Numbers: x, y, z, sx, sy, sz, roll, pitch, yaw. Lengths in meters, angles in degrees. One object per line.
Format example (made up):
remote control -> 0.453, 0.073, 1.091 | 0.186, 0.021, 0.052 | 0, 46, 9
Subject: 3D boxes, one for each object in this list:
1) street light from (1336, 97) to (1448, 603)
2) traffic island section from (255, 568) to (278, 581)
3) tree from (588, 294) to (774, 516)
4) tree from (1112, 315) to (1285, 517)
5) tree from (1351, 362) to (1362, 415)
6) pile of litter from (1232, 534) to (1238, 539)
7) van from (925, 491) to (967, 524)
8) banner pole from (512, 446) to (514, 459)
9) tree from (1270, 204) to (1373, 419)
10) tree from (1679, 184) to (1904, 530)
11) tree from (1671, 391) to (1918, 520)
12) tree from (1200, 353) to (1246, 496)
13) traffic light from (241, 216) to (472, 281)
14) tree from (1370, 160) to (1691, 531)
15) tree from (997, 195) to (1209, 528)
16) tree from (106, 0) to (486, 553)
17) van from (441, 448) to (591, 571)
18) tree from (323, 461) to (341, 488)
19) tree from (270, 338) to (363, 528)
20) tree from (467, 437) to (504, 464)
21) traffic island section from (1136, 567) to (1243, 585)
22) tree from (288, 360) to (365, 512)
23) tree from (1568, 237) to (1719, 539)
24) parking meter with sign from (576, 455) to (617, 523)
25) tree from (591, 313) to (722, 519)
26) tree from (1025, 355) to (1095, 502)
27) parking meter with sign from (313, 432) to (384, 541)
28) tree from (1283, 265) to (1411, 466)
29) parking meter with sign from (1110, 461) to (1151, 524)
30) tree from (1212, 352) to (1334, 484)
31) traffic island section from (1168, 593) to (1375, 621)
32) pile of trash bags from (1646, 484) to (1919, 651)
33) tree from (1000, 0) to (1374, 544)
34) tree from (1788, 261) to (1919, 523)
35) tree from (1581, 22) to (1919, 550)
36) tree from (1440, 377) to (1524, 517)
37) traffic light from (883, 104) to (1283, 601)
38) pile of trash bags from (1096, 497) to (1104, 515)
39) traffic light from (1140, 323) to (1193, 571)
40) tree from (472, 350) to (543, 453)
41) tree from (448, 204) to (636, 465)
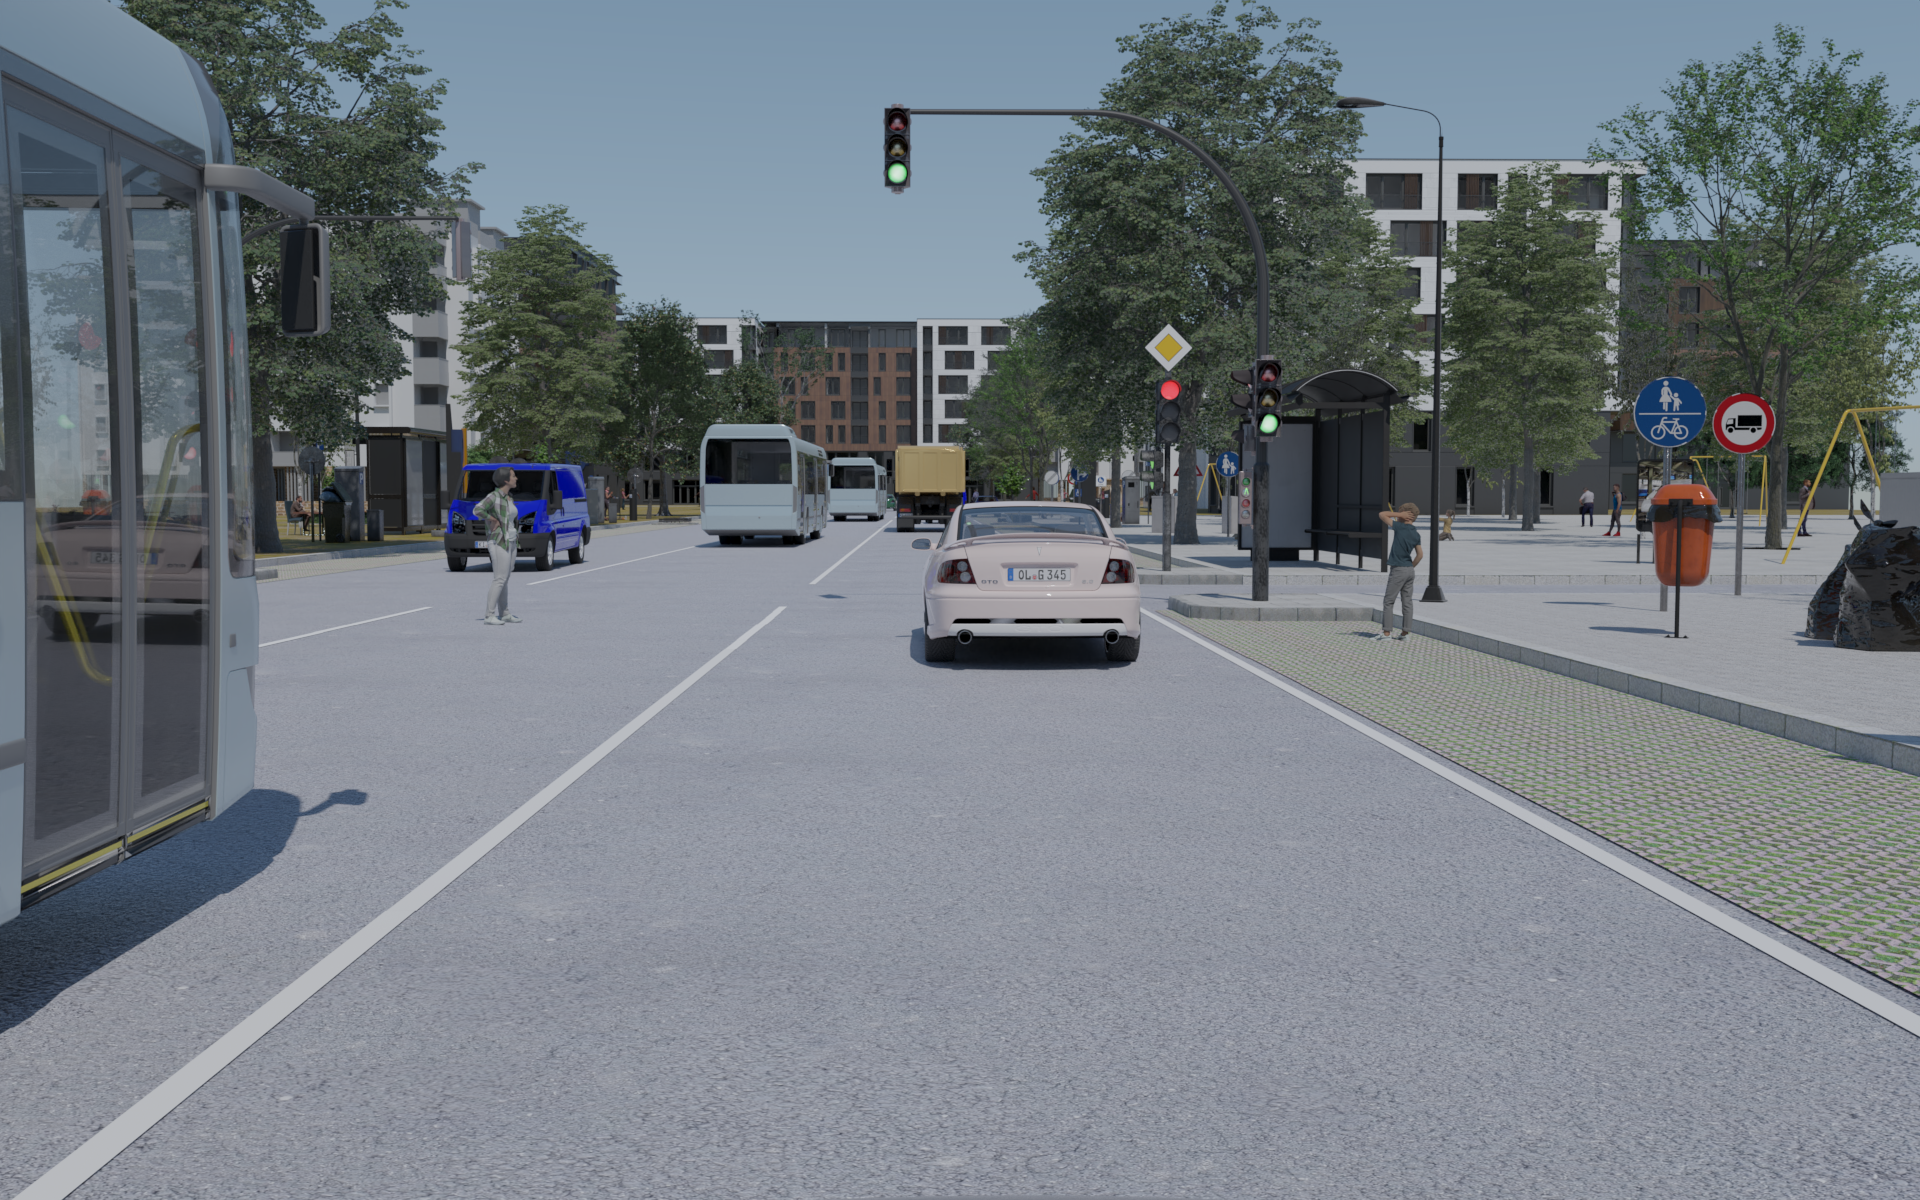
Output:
street light -> 5.098, -2.930, 20.443 | 1.470, 5.913, 1.316 | 0, 4, -1
traffic island section -> -12.561, -0.379, 28.482 | 2.009, 0.180, 2.903 | 0, 4, -1
tree -> -17.261, -11.183, 99.853 | 9.611, 12.733, 9.660 | 0, 3, 0
tree -> 15.141, -10.501, 97.453 | 9.928, 11.665, 9.643 | 0, 3, 0
tree -> 19.269, -8.452, 88.547 | 4.737, 8.622, 4.395 | 0, 3, 0
pile of litter -> 8.186, -2.117, 48.577 | 1.176, 0.858, 1.719 | 2, 4, 31
van -> -0.729, -4.941, 85.174 | 2.240, 2.365, 5.245 | 0, 4, -3
banner pole -> -19.372, -5.207, 75.154 | 0.401, 3.779, 0.863 | -1, 4, -12
tree -> 15.117, -9.155, 67.803 | 7.486, 12.596, 7.792 | 0, 3, 0
tree -> 29.988, -8.804, 62.069 | 7.486, 12.596, 7.792 | 0, 3, 0
tree -> 42.190, -7.708, 88.931 | 11.467, 7.101, 20.602 | 0, 4, 5
tree -> 13.037, -8.098, 82.761 | 4.360, 8.622, 3.978 | 0, 3, 0
traffic light -> -10.432, -3.288, 28.425 | 4.771, 5.953, 1.251 | 0, 4, -1
tree -> 19.325, -8.652, 59.590 | 7.486, 12.596, 7.792 | 0, 3, 0
tree -> 6.066, -8.973, 64.838 | 7.486, 12.596, 7.792 | 0, 3, 0
tree -> -15.273, -8.010, 37.623 | 9.857, 13.997, 8.962 | 0, 3, 0
van -> -8.616, -1.805, 33.895 | 2.240, 2.365, 5.245 | 0, 4, -3
tree -> -36.432, -6.496, 100.811 | 1.663, 3.219, 1.824 | 0, 3, 0
tree -> -24.941, -7.070, 65.952 | 4.360, 8.622, 3.978 | 0, 3, 0
tree -> -27.768, -7.123, 100.180 | 4.285, 4.588, 4.351 | 0, 3, 0
traffic island section -> 3.457, -0.399, 28.801 | 2.009, 0.180, 2.903 | 0, 4, -1
tree -> -34.363, -8.754, 93.489 | 4.737, 8.622, 4.395 | 0, 3, 0
tree -> 19.393, -6.032, 48.988 | 4.360, 8.622, 3.978 | 0, 3, 0
parking meter with sign -> -16.055, -4.907, 76.496 | 1.738, 3.016, 0.543 | -1, 4, -13
tree -> -15.647, -9.436, 88.683 | 7.601, 10.594, 8.767 | 0, 4, -7
tree -> 5.297, -8.296, 86.001 | 4.737, 8.622, 4.395 | 0, 3, 0
parking meter with sign -> -16.578, -3.105, 47.029 | 1.738, 3.016, 0.543 | 0, 4, 1
tree -> 12.113, -6.409, 55.150 | 4.360, 8.622, 3.978 | 0, 3, 0
parking meter with sign -> 7.279, -4.749, 73.905 | 1.738, 3.016, 0.543 | -1, 4, -16
tree -> 13.495, -7.711, 76.445 | 4.737, 8.622, 4.395 | 0, 3, 0
traffic island section -> 3.619, 0.090, 20.817 | 2.009, 0.180, 2.903 | 0, 4, -1
pile of trash bags -> 7.733, -0.316, 14.926 | 3.447, 1.369, 1.912 | 2, 4, 30
tree -> 5.730, -8.414, 44.223 | 9.857, 13.997, 8.962 | 0, 3, 0
tree -> 28.353, -6.338, 53.989 | 4.737, 8.622, 4.395 | 0, 3, 0
tree -> 18.622, -6.967, 39.669 | 9.928, 11.665, 9.643 | 0, 3, 0
tree -> 29.570, -8.815, 94.491 | 4.737, 8.622, 4.395 | 0, 3, 0
traffic light -> 1.489, -2.804, 20.519 | 4.771, 5.953, 1.251 | 0, 4, -1
pile of trash bags -> 7.274, -5.460, 99.016 | 1.912, 1.369, 3.447 | 0, 4, 6
traffic light -> 3.416, -2.432, 28.686 | 0.839, 4.253, 0.868 | 0, 4, -1
tree -> -22.583, -8.427, 88.136 | 4.360, 8.622, 3.978 | 0, 3, 0
tree -> -16.427, -9.164, 67.954 | 7.486, 12.596, 7.792 | 0, 3, 0
